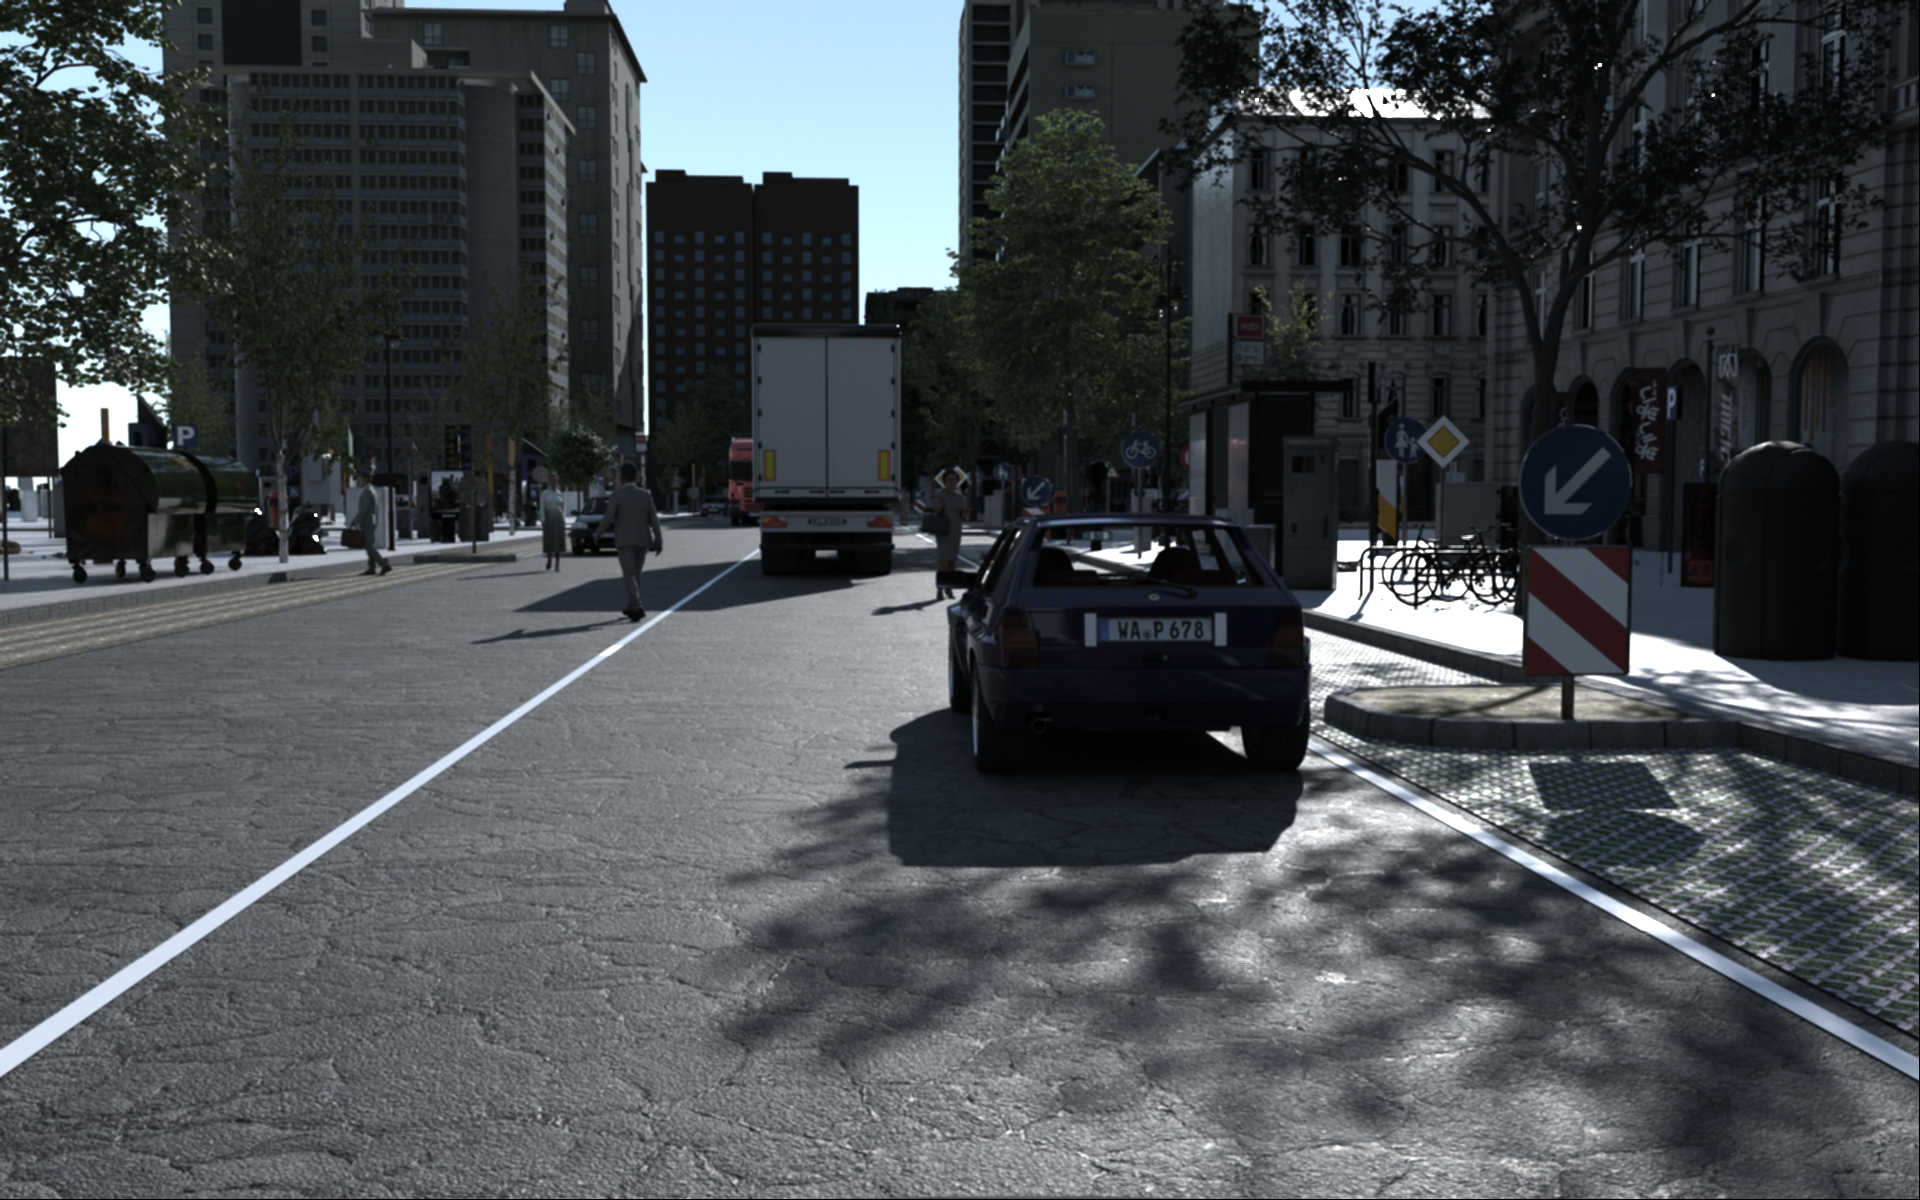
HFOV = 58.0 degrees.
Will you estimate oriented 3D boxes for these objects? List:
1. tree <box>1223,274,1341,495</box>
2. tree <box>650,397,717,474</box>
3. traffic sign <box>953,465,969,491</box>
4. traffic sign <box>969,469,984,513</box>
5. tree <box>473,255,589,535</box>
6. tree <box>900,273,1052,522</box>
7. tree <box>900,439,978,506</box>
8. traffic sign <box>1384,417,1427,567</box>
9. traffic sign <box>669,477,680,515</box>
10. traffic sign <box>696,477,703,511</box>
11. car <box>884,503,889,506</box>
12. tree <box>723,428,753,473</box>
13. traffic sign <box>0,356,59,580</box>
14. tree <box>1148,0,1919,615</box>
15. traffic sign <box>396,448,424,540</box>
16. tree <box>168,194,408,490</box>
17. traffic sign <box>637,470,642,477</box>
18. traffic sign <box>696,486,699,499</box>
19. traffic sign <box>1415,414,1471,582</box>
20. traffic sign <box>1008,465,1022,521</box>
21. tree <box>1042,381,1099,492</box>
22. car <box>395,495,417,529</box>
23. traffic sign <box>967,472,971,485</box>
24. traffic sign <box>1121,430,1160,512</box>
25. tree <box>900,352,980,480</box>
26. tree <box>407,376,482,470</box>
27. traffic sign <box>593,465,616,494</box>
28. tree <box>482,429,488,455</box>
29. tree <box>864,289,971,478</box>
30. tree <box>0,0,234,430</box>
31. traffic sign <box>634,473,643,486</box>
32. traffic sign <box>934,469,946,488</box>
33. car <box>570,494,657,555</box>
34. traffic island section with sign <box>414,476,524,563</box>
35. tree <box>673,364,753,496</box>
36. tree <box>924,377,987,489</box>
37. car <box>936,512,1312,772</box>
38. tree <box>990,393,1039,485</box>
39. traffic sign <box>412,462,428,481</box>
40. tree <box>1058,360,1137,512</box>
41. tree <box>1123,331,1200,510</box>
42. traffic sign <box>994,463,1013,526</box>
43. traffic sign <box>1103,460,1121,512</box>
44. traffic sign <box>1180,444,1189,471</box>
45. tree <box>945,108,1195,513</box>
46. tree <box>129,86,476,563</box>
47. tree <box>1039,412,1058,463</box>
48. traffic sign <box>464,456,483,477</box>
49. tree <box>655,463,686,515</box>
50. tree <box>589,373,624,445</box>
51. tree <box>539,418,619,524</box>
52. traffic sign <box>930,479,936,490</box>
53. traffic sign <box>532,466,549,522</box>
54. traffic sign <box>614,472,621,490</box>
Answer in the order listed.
[{"bbox_3d":[10.891,-6.622,58.635,4.360,8.622,3.978,0,3,0],"label":"tree"},{"bbox_3d":[-20.591,-11.061,131.203,4.737,8.622,4.395,0,3,0],"label":"tree"},{"bbox_3d":[-0.098,-3.469,60.364,0.795,2.450,0.064,0,4,-4],"label":"traffic sign"},{"bbox_3d":[0.837,-5.380,88.068,0.768,2.556,0.104,0,4,1],"label":"traffic sign"},{"bbox_3d":[-14.044,-6.330,53.851,4.737,8.622,4.395,0,3,0],"label":"tree"},{"bbox_3d":[0.756,-9.448,80.222,9.928,11.665,9.643,0,3,0],"label":"tree"},{"bbox_3d":[-0.674,-7.210,101.591,4.285,4.588,4.351,0,3,0],"label":"tree"},{"bbox_3d":[7.425,-1.760,28.879,0.768,2.556,0.104,0,4,-4],"label":"traffic sign"},{"bbox_3d":[-17.099,-6.216,103.755,0.606,2.300,0.079,0,4,0],"label":"traffic sign"},{"bbox_3d":[-19.278,-7.822,127.991,0.768,2.556,0.104,0,4,0],"label":"traffic sign"},{"bbox_3d":[-4.125,-3.834,74.491,2.131,1.459,4.920,0,4,-3],"label":"car"},{"bbox_3d":[-24.921,-15.141,197.912,4.360,8.622,3.978,0,3,0],"label":"tree"},{"bbox_3d":[-14.485,-1.942,25.624,2.265,3.308,0.079,0,4,0],"label":"traffic sign"},{"bbox_3d":[5.906,-5.099,17.783,8.767,10.594,7.601,1,4,18],"label":"tree"},{"bbox_3d":[-15.171,-2.917,47.804,0.768,2.556,0.104,0,4,1],"label":"traffic sign"},{"bbox_3d":[-16.659,-5.670,43.074,4.360,8.622,3.978,0,3,0],"label":"tree"},{"bbox_3d":[-17.016,-5.529,90.497,0.768,2.556,0.104,0,4,2],"label":"traffic sign"},{"bbox_3d":[-21.594,-8.731,142.852,0.768,2.556,0.104,0,4,-2],"label":"traffic sign"},{"bbox_3d":[6.988,-1.464,25.116,0.795,2.450,0.064,0,4,2],"label":"traffic sign"},{"bbox_3d":[2.324,-4.601,75.332,0.768,2.556,0.104,0,4,1],"label":"traffic sign"},{"bbox_3d":[6.930,-9.717,109.233,4.737,8.622,4.395,0,3,0],"label":"tree"},{"bbox_3d":[-19.895,-3.130,63.175,4.499,1.417,2.014,0,4,-3],"label":"car"},{"bbox_3d":[0.650,-6.059,99.175,0.768,2.556,0.104,0,4,5],"label":"traffic sign"},{"bbox_3d":[3.575,-2.094,34.345,0.768,2.556,0.104,0,4,2],"label":"traffic sign"},{"bbox_3d":[-3.069,-13.381,135.789,9.611,12.733,9.660,0,3,0],"label":"tree"},{"bbox_3d":[-32.675,-9.571,106.854,4.360,8.622,3.978,0,3,0],"label":"tree"},{"bbox_3d":[-12.216,-3.420,59.561,0.795,2.450,0.064,0,4,-4],"label":"traffic sign"},{"bbox_3d":[-36.748,-10.818,127.244,4.360,8.622,3.978,0,3,0],"label":"tree"},{"bbox_3d":[-5.148,-18.637,160.608,12.611,20.169,13.585,0,3,0],"label":"tree"},{"bbox_3d":[-12.005,-6.151,18.701,7.486,12.596,7.792,0,3,0],"label":"tree"},{"bbox_3d":[-12.759,-3.907,67.528,0.795,2.450,0.064,0,4,-4],"label":"traffic sign"},{"bbox_3d":[-0.641,-3.956,68.331,0.795,2.450,0.064,0,4,-4],"label":"traffic sign"},{"bbox_3d":[-8.372,-1.981,42.178,2.009,1.686,4.222,0,4,-3],"label":"car"},{"bbox_3d":[-10.358,-1.719,36.733,1.989,1.847,2.006,0,4,-4],"label":"traffic island section with sign"},{"bbox_3d":[-21.151,-14.230,150.788,7.486,12.596,7.792,0,3,0],"label":"tree"},{"bbox_3d":[-0.421,-9.738,109.574,4.737,8.622,4.395,0,3,0],"label":"tree"},{"bbox_3d":[0.849,0.139,10.300,1.945,1.354,3.894,0,4,-3],"label":"car"},{"bbox_3d":[4.266,-10.762,126.326,4.360,8.622,3.978,0,3,0],"label":"tree"},{"bbox_3d":[-17.285,-3.252,55.301,0.606,2.300,0.079,0,4,-2],"label":"traffic sign"},{"bbox_3d":[7.910,-8.731,93.108,4.360,8.622,3.978,0,3,0],"label":"tree"},{"bbox_3d":[9.099,-7.805,77.972,4.737,8.622,4.395,0,3,0],"label":"tree"},{"bbox_3d":[1.743,-4.279,70.061,0.768,2.556,0.104,0,4,0],"label":"traffic sign"},{"bbox_3d":[5.028,-3.601,58.875,0.884,2.594,0.081,0,4,-1],"label":"traffic sign"},{"bbox_3d":[5.739,-2.572,42.163,0.768,2.556,0.104,0,4,1],"label":"traffic sign"},{"bbox_3d":[3.010,-8.189,52.022,7.486,12.596,7.792,0,3,0],"label":"tree"},{"bbox_3d":[-12.405,-4.993,31.998,4.737,8.622,4.395,0,3,0],"label":"tree"},{"bbox_3d":[7.392,-9.409,104.199,4.360,8.622,3.978,0,3,0],"label":"tree"},{"bbox_3d":[-16.424,-3.574,58.546,0.768,2.556,0.104,0,4,-2],"label":"traffic sign"},{"bbox_3d":[-18.843,-7.204,112.392,1.663,3.219,1.824,0,3,0],"label":"tree"},{"bbox_3d":[-22.224,-9.407,104.164,4.737,8.622,4.395,0,3,0],"label":"tree"},{"bbox_3d":[-16.318,-5.502,73.673,4.285,4.588,4.351,0,3,0],"label":"tree"},{"bbox_3d":[-1.668,-7.291,119.318,0.768,2.556,0.104,0,4,4],"label":"traffic sign"},{"bbox_3d":[-19.064,-4.806,78.682,0.768,2.556,0.104,0,4,5],"label":"traffic sign"},{"bbox_3d":[-19.990,-6.176,101.082,0.768,2.556,0.104,0,4,3],"label":"traffic sign"}]
